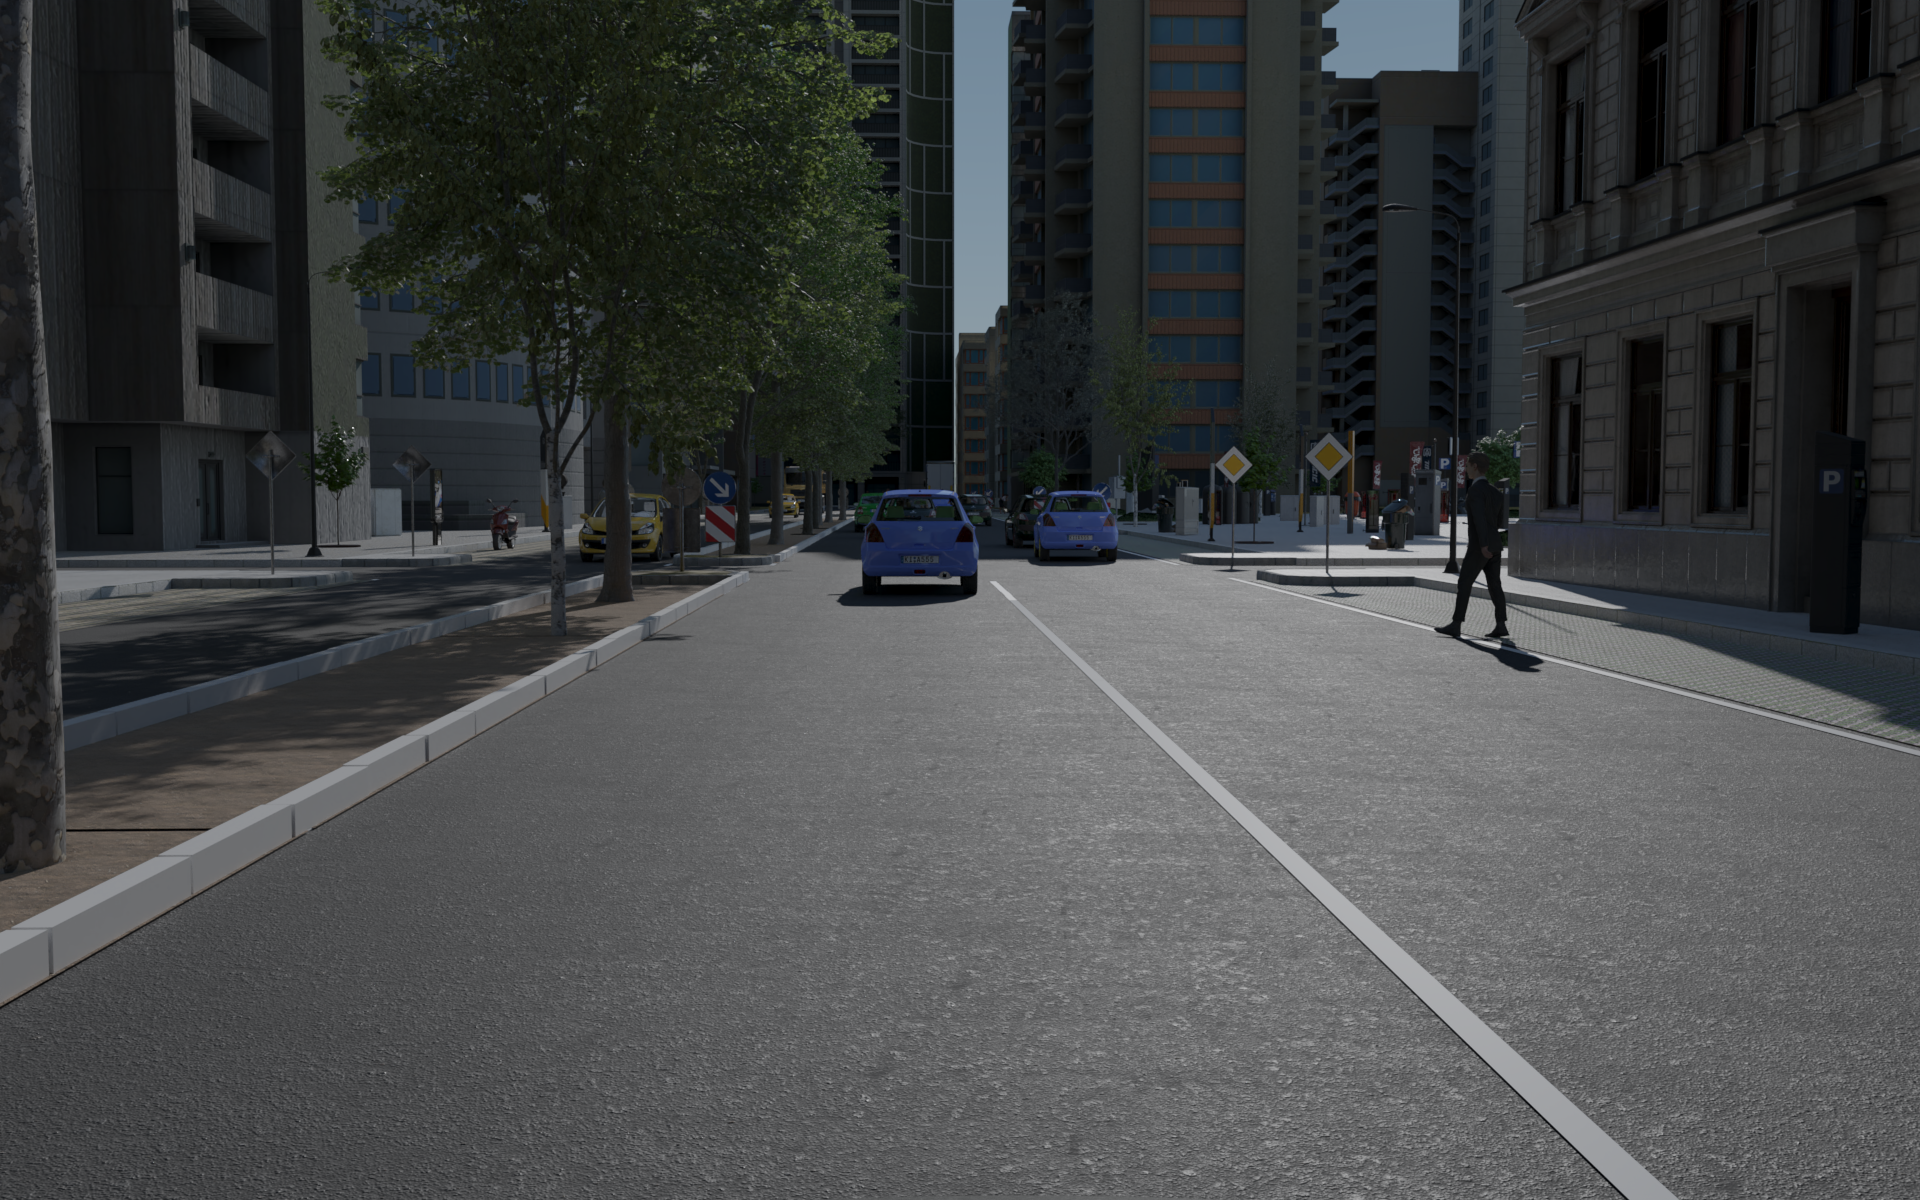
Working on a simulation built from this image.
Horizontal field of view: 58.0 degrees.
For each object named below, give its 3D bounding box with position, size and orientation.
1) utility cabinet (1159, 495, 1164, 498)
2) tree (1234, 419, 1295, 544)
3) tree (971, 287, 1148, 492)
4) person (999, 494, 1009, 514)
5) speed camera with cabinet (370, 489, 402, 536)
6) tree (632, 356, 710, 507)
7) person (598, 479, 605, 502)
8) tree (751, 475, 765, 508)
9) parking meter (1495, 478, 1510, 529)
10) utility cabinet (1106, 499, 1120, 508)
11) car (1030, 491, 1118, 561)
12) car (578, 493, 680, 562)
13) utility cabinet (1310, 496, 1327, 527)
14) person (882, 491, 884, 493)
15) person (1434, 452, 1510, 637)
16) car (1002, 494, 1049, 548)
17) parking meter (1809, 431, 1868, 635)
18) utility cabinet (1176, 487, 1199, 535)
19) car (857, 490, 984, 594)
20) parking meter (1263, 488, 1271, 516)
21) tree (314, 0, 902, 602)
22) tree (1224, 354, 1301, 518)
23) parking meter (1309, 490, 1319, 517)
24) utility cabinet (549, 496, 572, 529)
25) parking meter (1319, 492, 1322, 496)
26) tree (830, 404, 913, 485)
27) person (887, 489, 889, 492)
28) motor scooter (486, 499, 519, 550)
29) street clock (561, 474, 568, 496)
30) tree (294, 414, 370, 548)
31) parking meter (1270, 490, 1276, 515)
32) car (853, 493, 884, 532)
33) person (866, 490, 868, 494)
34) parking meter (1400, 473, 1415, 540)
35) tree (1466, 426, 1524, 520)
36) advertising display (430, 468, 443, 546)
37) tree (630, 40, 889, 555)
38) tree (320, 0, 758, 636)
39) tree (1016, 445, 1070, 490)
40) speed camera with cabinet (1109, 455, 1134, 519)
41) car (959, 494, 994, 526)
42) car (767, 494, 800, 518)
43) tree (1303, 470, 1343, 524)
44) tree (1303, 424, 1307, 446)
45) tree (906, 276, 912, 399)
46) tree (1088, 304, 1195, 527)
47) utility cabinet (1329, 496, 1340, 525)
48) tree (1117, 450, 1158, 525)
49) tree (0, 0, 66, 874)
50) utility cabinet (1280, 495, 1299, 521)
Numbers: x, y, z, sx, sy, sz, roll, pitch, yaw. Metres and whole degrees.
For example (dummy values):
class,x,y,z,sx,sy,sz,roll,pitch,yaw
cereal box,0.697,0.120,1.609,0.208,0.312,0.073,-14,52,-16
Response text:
class,x,y,z,sx,sy,sz,roll,pitch,yaw
utility cabinet,10.637,-5.095,94.471,1.020,1.237,0.306,2,4,35
tree,7.581,-3.067,44.743,1.663,3.219,1.824,0,3,0
tree,5.788,-11.700,101.660,12.009,13.543,11.850,0,3,0
person,3.167,-6.886,124.271,0.799,1.438,0.628,0,4,7
speed camera with cabinet,-17.992,-3.561,52.555,0.660,3.252,2.038,3,4,37
tree,-15.495,-8.758,93.556,4.360,8.622,3.978,0,3,0
person,-8.567,-2.051,42.135,0.767,1.812,0.694,0,4,-5
tree,-18.484,-9.923,156.835,1.663,3.219,1.824,0,3,0
parking meter,20.013,-3.551,63.770,0.399,1.863,0.255,-3,4,-37
utility cabinet,9.613,-6.158,109.369,1.173,1.500,0.318,-3,5,-41
car,2.519,-1.753,38.248,1.945,1.707,3.694,0,4,0
car,-7.210,-1.699,38.002,2.015,1.641,3.980,0,4,0
utility cabinet,13.987,-3.469,67.878,0.306,1.237,1.020,2,4,27
person,-7.991,-10.376,178.860,1.217,1.743,0.721,-1,4,-19
person,5.129,-0.550,17.264,0.659,1.850,0.755,-3,5,-42
car,2.197,-2.300,47.392,2.009,1.686,4.222,0,4,-3
parking meter,8.076,-0.624,15.920,0.255,1.863,0.399,-2,4,-35
utility cabinet,7.102,-2.774,54.034,0.318,1.500,1.173,2,4,30
car,-0.598,-1.010,26.101,1.945,1.707,3.694,0,4,-1
parking meter,18.083,-5.889,101.998,0.399,1.863,0.255,-1,4,-22
tree,-4.669,-6.266,23.042,7.486,12.596,7.792,0,3,0
tree,16.025,-8.676,92.208,4.360,8.622,3.978,0,3,0
parking meter,19.424,-5.481,95.330,0.255,1.863,0.399,2,4,35
utility cabinet,-14.653,-3.202,63.518,0.306,1.237,1.020,2,4,26
parking meter,22.385,-6.241,107.755,0.255,1.863,0.399,2,4,23
tree,-6.956,-10.140,102.666,8.767,10.594,7.601,0,4,-2
person,-5.928,-8.107,140.911,0.709,1.838,0.599,3,4,36
motor scooter,-11.716,-1.942,44.526,0.815,1.314,1.986,0,4,-1
street clock,-14.221,-3.492,61.666,0.471,2.002,0.358,0,4,4
tree,-15.149,-2.881,41.712,1.663,3.219,1.824,0,3,0
parking meter,18.926,-5.896,104.804,0.372,1.533,0.369,0,3,0
car,-3.117,-3.518,66.309,1.959,1.807,4.718,0,4,-2
person,-9.947,-10.866,186.182,1.348,1.821,0.705,1,4,15
parking meter,12.433,-2.595,48.135,0.255,1.863,0.399,3,5,44
tree,26.566,-6.204,85.142,4.285,4.588,4.351,0,3,0
advertising display,-13.124,-2.338,43.435,0.123,1.923,0.974,0,4,-6
tree,-4.902,-6.806,39.491,9.928,11.665,9.643,0,3,0
tree,-3.999,-3.924,16.982,4.737,8.622,4.395,0,3,0
tree,5.490,-7.916,113.146,4.285,4.588,4.351,0,3,0
speed camera with cabinet,8.611,-5.763,88.563,2.038,3.252,0.660,-2,4,-27
car,0.555,-4.203,78.505,2.009,1.686,4.222,0,4,-1
car,-10.659,-5.789,104.879,2.015,1.641,3.980,0,4,-3
tree,15.551,-4.894,74.614,1.663,3.219,1.824,0,3,0
tree,19.632,-9.749,109.759,4.360,8.622,3.978,0,3,0
tree,-5.281,-7.844,48.837,7.486,12.596,7.792,0,3,0
tree,6.859,-7.127,66.884,4.737,8.622,4.395,0,3,0
utility cabinet,15.464,-3.772,72.830,1.020,1.237,0.306,-1,4,-20
tree,7.226,-4.763,72.473,1.663,3.219,1.824,0,3,0
tree,-4.920,-9.084,6.869,12.611,20.169,13.585,0,3,0
utility cabinet,15.781,-4.366,82.550,1.020,1.237,0.306,1,4,8
